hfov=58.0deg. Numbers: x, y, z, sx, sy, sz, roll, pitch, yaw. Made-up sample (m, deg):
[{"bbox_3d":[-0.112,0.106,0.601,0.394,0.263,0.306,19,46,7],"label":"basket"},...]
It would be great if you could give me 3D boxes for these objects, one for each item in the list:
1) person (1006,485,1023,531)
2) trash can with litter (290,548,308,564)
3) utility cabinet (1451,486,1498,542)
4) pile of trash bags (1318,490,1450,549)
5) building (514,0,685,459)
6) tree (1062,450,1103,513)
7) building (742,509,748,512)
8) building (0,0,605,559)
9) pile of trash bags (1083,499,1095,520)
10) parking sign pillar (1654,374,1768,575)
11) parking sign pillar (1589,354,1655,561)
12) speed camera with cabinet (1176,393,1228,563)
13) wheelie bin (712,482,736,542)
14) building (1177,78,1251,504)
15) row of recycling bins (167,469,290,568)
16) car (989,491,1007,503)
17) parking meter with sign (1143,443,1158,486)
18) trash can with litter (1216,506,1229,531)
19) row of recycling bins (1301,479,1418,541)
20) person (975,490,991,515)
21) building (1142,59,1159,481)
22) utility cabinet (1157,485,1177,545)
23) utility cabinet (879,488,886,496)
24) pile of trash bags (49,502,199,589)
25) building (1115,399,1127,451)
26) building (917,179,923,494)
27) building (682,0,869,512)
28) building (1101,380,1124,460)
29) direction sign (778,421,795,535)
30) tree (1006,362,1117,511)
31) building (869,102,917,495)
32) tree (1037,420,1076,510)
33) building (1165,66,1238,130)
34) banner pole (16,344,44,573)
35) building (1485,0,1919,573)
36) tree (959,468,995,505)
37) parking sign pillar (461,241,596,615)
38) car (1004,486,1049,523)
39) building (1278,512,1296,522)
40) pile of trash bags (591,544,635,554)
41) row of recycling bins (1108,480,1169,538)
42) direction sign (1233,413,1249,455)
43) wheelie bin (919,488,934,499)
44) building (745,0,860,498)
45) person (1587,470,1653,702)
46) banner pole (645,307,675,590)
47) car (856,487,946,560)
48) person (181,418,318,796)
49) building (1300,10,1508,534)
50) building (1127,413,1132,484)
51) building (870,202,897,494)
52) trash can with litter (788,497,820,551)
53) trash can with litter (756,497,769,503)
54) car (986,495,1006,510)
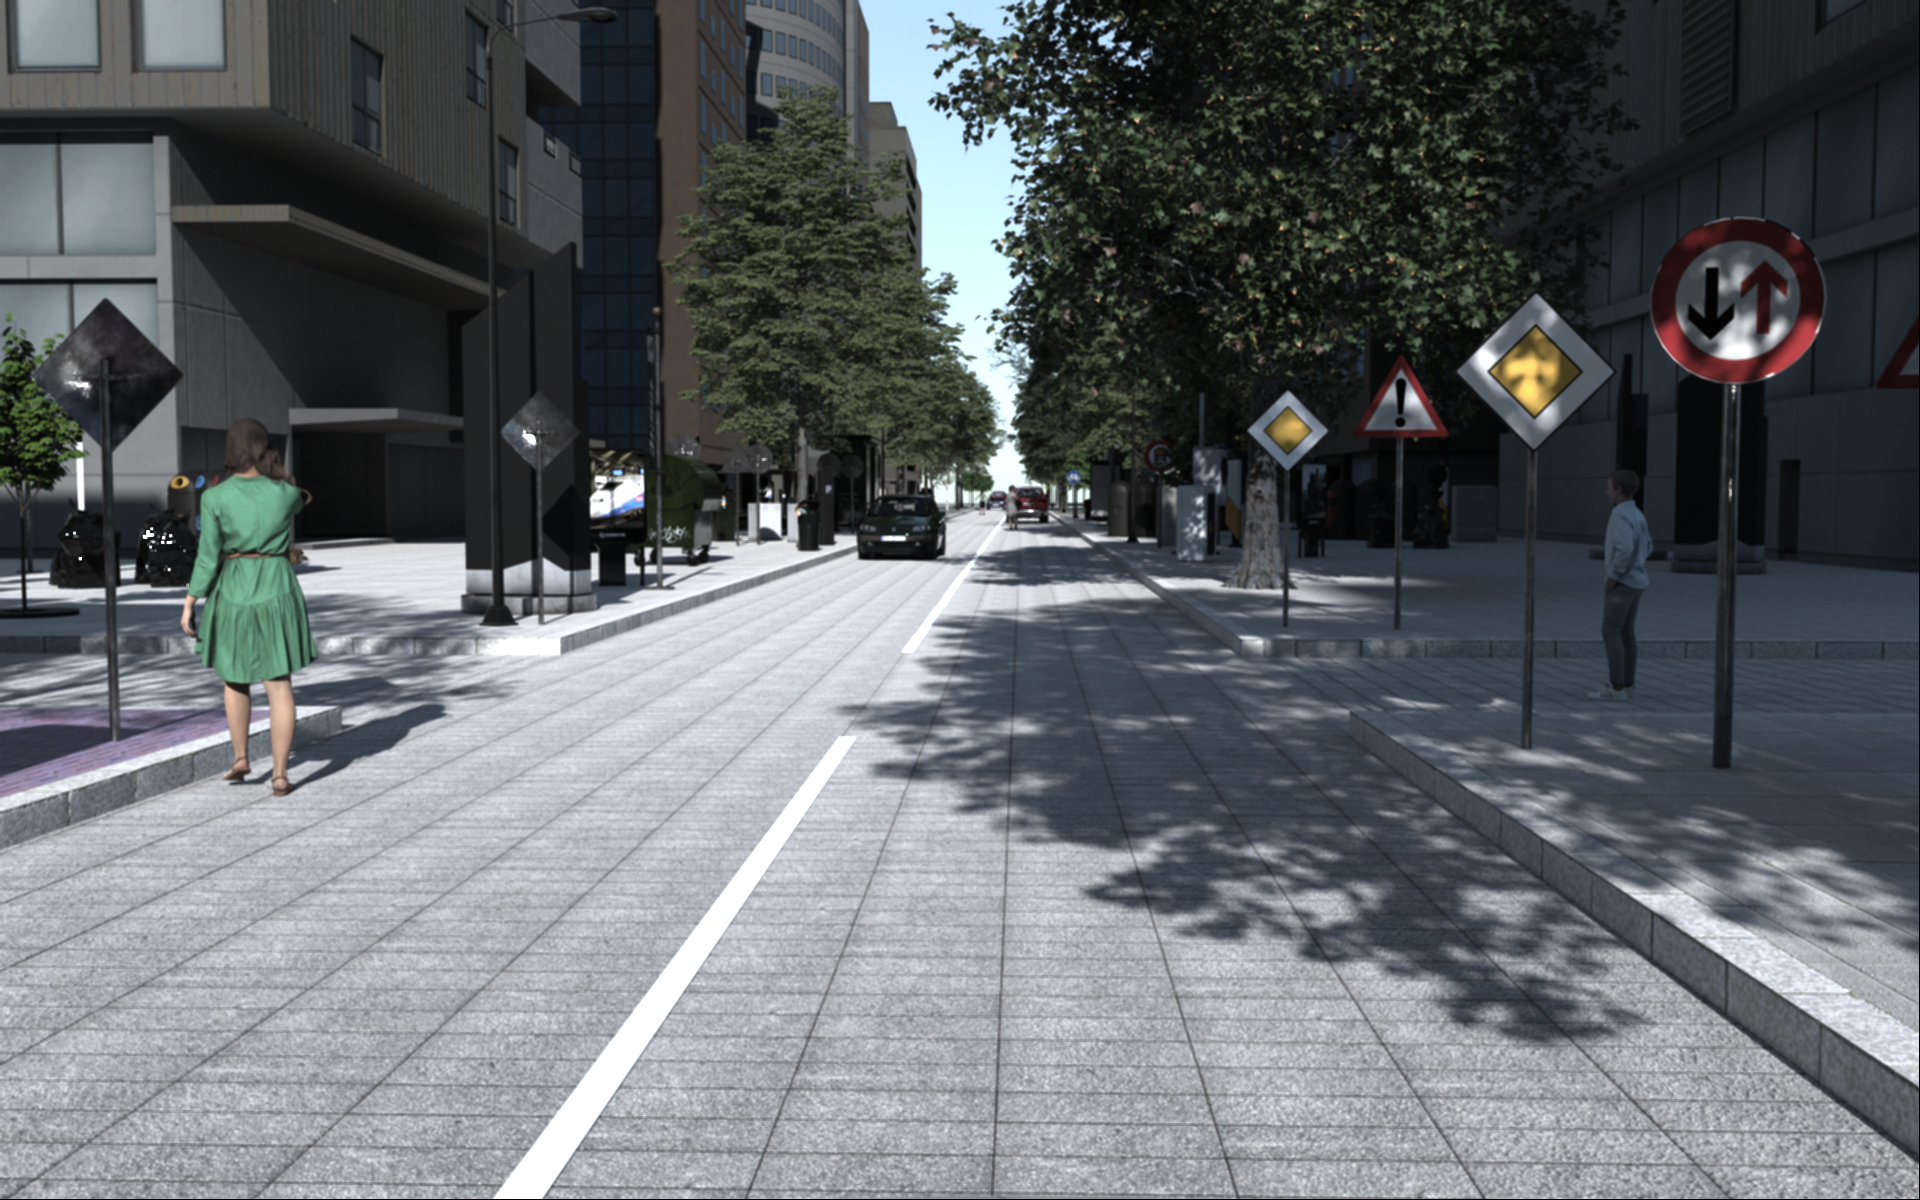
[{"bbox_3d":[2.175,-3.604,67.777,0.716,1.782,0.532,2,4,35],"label":"person"},{"bbox_3d":[-12.555,-1.252,31.851,1.055,1.170,0.624,0,4,-4],"label":"trash can with litter"},{"bbox_3d":[13.717,-2.294,46.180,1.173,1.500,0.318,-1,4,-11],"label":"utility cabinet"},{"bbox_3d":[10.160,-1.962,41.839,3.447,1.369,1.912,2,4,31],"label":"pile of trash bags"},{"bbox_3d":[-18.397,-26.553,84.253,14.600,45.320,14.200,0,4,2],"label":"building"},{"bbox_3d":[8.287,-8.096,116.079,4.285,4.588,4.351,0,3,0],"label":"tree"},{"bbox_3d":[-26.111,-25.232,104.419,32.217,40.220,23.993,0,4,2],"label":"building"},{"bbox_3d":[-26.108,-27.899,45.384,28.713,52.752,27.495,0,4,2],"label":"building"},{"bbox_3d":[7.945,-4.930,90.363,1.912,1.369,3.447,2,4,26],"label":"pile of trash bags"},{"bbox_3d":[12.385,-2.428,28.175,1.447,3.967,1.447,3,5,42],"label":"parking sign pillar"},{"bbox_3d":[13.159,-2.785,34.010,1.447,3.967,1.447,1,4,16],"label":"parking sign pillar"},{"bbox_3d":[4.670,-2.380,33.253,0.660,3.252,2.038,1,4,20],"label":"speed camera with cabinet"},{"bbox_3d":[-6.432,-2.391,47.009,0.693,1.594,0.980,-2,4,-29],"label":"wheelie bin"},{"bbox_3d":[26.204,-48.526,106.065,22.319,86.520,31.000,0,4,2],"label":"building"},{"bbox_3d":[-11.800,-1.275,27.960,1.069,1.692,3.534,-3,5,-42],"label":"row of recycling bins"},{"bbox_3d":[4.661,-12.206,208.240,2.281,1.827,5.304,0,4,1],"label":"car"},{"bbox_3d":[6.987,-3.903,60.073,1.738,3.016,0.543,-1,4,-20],"label":"parking meter with sign"},{"bbox_3d":[8.997,-2.996,60.367,1.055,1.170,0.624,-2,4,-26],"label":"trash can with litter"},{"bbox_3d":[11.130,-2.524,48.387,3.534,1.692,1.069,3,5,41],"label":"row of recycling bins"},{"bbox_3d":[1.567,-6.736,119.418,1.217,1.735,0.721,1,4,22],"label":"person"},{"bbox_3d":[23.597,-28.626,151.629,14.154,41.232,14.086,0,4,2],"label":"building"},{"bbox_3d":[5.382,-2.113,43.233,0.318,1.500,1.173,3,5,43],"label":"utility cabinet"},{"bbox_3d":[-3.220,-3.627,67.978,0.318,1.500,1.173,-1,4,-22],"label":"utility cabinet"},{"bbox_3d":[-12.357,-0.882,24.169,3.447,1.369,1.912,-1,4,-17],"label":"pile of trash bags"},{"bbox_3d":[30.699,-36.283,212.837,23.786,49.044,30.456,0,4,2],"label":"building"},{"bbox_3d":[-12.449,-35.838,236.066,14.600,45.320,14.200,0,4,2],"label":"building"},{"bbox_3d":[-15.442,-30.717,152.332,14.600,45.320,14.200,0,4,2],"label":"building"},{"bbox_3d":[30.724,-37.644,239.177,21.300,48.544,21.600,0,4,2],"label":"building"},{"bbox_3d":[-5.430,-3.811,54.307,0.379,3.537,0.876,2,4,28],"label":"direction sign"},{"bbox_3d":[7.862,-13.769,131.777,9.857,13.997,8.962,0,3,0],"label":"tree"},{"bbox_3d":[-16.698,-36.363,218.240,21.300,48.544,21.600,0,4,2],"label":"building"},{"bbox_3d":[9.177,-12.672,157.543,4.737,8.622,4.395,0,3,0],"label":"tree"},{"bbox_3d":[26.749,-31.179,133.472,21.300,48.544,21.600,0,4,2],"label":"building"},{"bbox_3d":[-15.046,-2.318,27.914,0.401,3.779,0.863,-2,4,-28],"label":"banner pole"},{"bbox_3d":[28.231,-27.397,37.185,27.495,52.752,28.713,0,4,2],"label":"building"},{"bbox_3d":[1.259,-13.997,212.565,4.285,4.588,4.351,0,3,0],"label":"tree"},{"bbox_3d":[-4.735,-1.862,18.916,1.447,3.967,1.447,1,4,13],"label":"parking sign pillar"},{"bbox_3d":[3.375,-4.809,87.292,2.281,1.827,5.304,0,3,0],"label":"car"},{"bbox_3d":[21.050,-24.471,83.694,14.154,41.232,14.086,0,4,2],"label":"building"},{"bbox_3d":[-8.797,-1.678,37.184,3.447,1.369,1.912,-2,4,-28],"label":"pile of trash bags"},{"bbox_3d":[5.883,-2.700,51.255,3.534,1.692,1.069,3,5,40],"label":"row of recycling bins"},{"bbox_3d":[5.922,-2.628,34.960,0.876,3.537,0.379,-1,4,-12],"label":"direction sign"},{"bbox_3d":[-1.787,-5.096,91.222,0.980,1.594,0.693,3,4,37],"label":"wheelie bin"},{"bbox_3d":[-19.397,-35.992,130.466,21.231,58.520,28.212,0,4,2],"label":"building"},{"bbox_3d":[4.651,-0.113,12.158,0.589,1.601,0.330,-3,5,-44],"label":"person"},{"bbox_3d":[-4.055,-2.017,22.994,0.401,3.779,0.863,0,4,3],"label":"banner pole"},{"bbox_3d":[-1.287,-1.796,39.154,2.009,1.686,4.222,0,4,4],"label":"car"},{"bbox_3d":[-3.407,0.025,8.346,0.600,1.795,0.529,-3,4,-38],"label":"person"},{"bbox_3d":[20.345,-25.160,61.479,14.600,45.320,14.200,0,4,2],"label":"building"},{"bbox_3d":[25.470,-31.035,191.018,14.154,41.232,14.086,0,4,2],"label":"building"},{"bbox_3d":[-22.981,-30.827,195.895,32.217,40.220,23.993,0,4,2],"label":"building"},{"bbox_3d":[-3.530,-1.708,39.318,0.624,1.170,1.055,-1,4,-17],"label":"trash can with litter"},{"bbox_3d":[-8.278,-3.680,71.553,0.624,1.170,1.055,-2,4,-28],"label":"trash can with litter"},{"bbox_3d":[3.316,-8.890,157.939,1.945,1.354,3.894,0,4,3],"label":"car"}]
